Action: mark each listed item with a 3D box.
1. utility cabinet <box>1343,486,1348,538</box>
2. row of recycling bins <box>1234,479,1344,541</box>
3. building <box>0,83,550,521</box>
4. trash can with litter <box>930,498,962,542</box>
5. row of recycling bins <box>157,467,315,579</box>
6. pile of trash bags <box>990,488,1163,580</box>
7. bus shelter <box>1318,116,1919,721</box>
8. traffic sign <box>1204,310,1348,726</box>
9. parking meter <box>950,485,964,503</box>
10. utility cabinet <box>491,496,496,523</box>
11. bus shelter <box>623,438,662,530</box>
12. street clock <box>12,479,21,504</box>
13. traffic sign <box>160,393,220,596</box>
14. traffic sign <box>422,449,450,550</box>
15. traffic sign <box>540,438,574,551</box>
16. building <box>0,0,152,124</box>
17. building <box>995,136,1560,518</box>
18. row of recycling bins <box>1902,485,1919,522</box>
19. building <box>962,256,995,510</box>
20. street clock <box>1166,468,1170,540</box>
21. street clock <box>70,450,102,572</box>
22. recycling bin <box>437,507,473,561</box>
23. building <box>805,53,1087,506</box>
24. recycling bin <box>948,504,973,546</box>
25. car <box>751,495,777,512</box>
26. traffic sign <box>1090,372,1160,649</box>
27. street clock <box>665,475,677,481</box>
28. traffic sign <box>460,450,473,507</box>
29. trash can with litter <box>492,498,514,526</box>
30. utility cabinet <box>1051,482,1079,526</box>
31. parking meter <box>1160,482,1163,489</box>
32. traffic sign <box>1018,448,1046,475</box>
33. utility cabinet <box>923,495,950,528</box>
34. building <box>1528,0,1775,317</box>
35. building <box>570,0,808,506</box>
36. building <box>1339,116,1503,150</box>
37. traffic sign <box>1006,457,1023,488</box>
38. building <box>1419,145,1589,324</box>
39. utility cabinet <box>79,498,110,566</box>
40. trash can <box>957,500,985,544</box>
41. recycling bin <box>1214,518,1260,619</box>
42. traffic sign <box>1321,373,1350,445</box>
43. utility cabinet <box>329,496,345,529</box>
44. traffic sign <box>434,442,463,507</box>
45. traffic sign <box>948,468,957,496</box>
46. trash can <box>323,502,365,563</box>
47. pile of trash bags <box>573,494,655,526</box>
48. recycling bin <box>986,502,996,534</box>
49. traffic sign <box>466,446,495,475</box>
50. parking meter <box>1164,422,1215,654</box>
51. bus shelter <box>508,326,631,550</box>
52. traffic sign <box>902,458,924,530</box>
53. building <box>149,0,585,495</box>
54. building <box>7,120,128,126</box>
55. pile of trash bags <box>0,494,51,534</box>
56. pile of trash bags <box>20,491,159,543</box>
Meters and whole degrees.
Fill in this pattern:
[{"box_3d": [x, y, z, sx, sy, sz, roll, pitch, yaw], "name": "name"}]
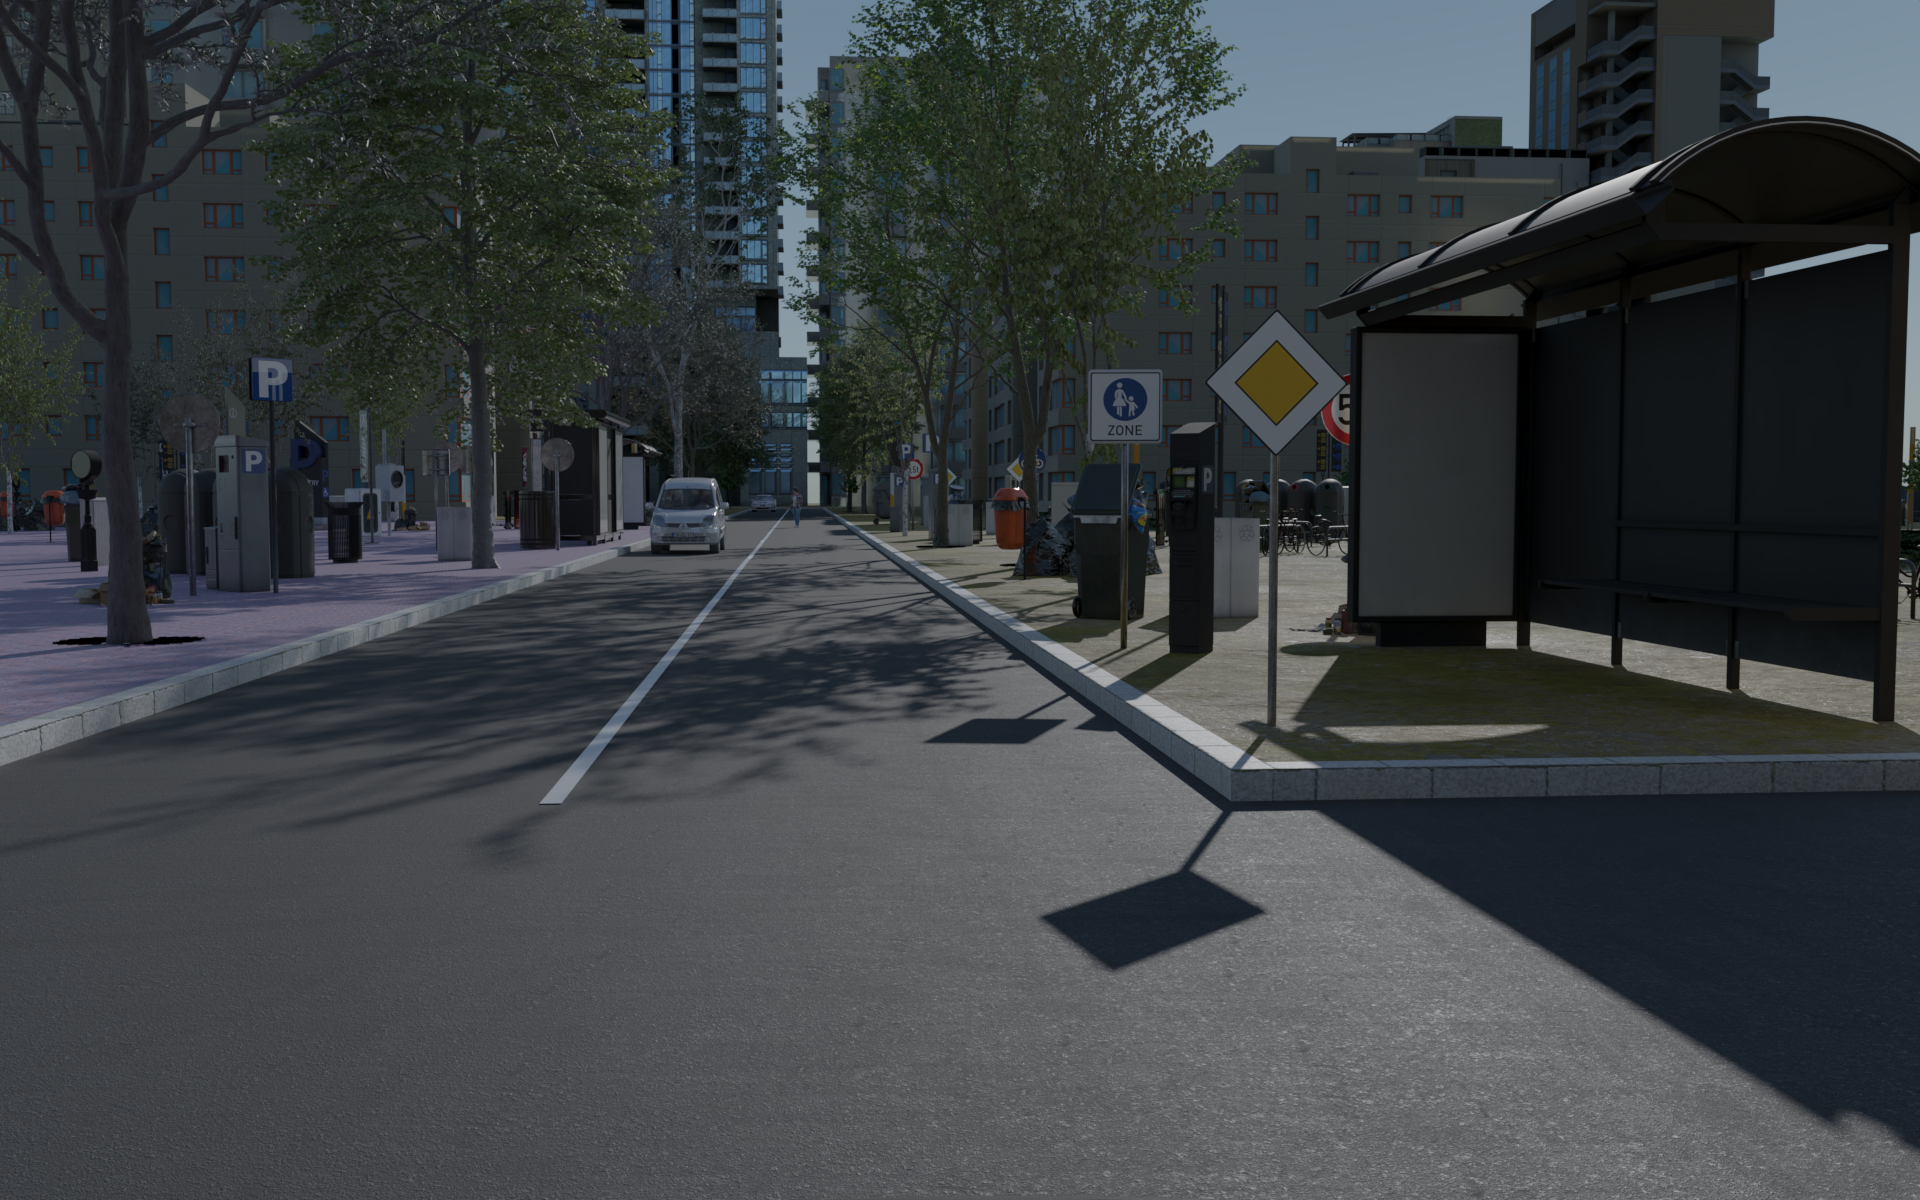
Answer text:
[{"box_3d": [11.489, -2.515, 49.793, 1.173, 1.500, 0.318, 0, 4, 5], "name": "utility cabinet"}, {"box_3d": [9.272, -2.553, 48.850, 3.534, 1.692, 1.069, 3, 5, 44], "name": "row of recycling bins"}, {"box_3d": [-38.918, -15.351, 96.033, 27.650, 21.520, 28.899, 0, 4, -5], "name": "building"}, {"box_3d": [-0.285, -2.119, 46.040, 0.624, 1.170, 1.055, 3, 4, 36], "name": "trash can with litter"}, {"box_3d": [-11.477, -1.238, 27.350, 3.534, 1.692, 1.069, 2, 4, 35], "name": "row of recycling bins"}, {"box_3d": [1.631, -1.060, 27.082, 1.912, 1.369, 3.447, 3, 4, 37], "name": "pile of trash bags"}, {"box_3d": [4.284, -1.109, 12.056, 2.014, 3.302, 5.546, 0, 4, -5], "name": "bus shelter"}, {"box_3d": [1.725, -0.360, 9.537, 0.795, 2.450, 0.064, 0, 4, -5], "name": "traffic sign"}, {"box_3d": [-0.086, -2.417, 47.921, 0.372, 1.533, 0.369, 0, 3, 0], "name": "parking meter"}, {"box_3d": [-21.092, -4.073, 77.749, 0.306, 1.237, 1.020, 0, 4, -3], "name": "utility cabinet"}, {"box_3d": [-12.403, -4.349, 65.036, 2.014, 3.302, 5.546, 0, 4, -5], "name": "bus shelter"}, {"box_3d": [-39.705, -4.180, 72.905, 0.358, 2.002, 0.471, -1, 4, -16], "name": "street clock"}, {"box_3d": [-9.691, -1.327, 21.808, 0.768, 2.556, 0.104, 0, 4, 1], "name": "traffic sign"}, {"box_3d": [-11.952, -2.288, 39.534, 0.606, 2.300, 0.079, 0, 4, -3], "name": "traffic sign"}, {"box_3d": [-9.144, -2.398, 39.318, 0.768, 2.556, 0.104, 0, 4, -1], "name": "traffic sign"}, {"box_3d": [-84.730, -36.462, 185.393, 27.495, 52.752, 28.713, 0, 4, -5], "name": "building"}, {"box_3d": [17.747, -16.101, 108.289, 27.650, 21.520, 28.899, 0, 4, -5], "name": "building"}, {"box_3d": [43.997, -4.432, 79.574, 1.069, 1.692, 3.534, 0, 4, -4], "name": "row of recycling bins"}, {"box_3d": [15.298, -17.859, 137.031, 27.650, 21.520, 28.899, 0, 4, -5], "name": "building"}, {"box_3d": [5.882, -2.647, 47.853, 0.358, 2.002, 0.471, -1, 4, -16], "name": "street clock"}, {"box_3d": [-14.440, -1.474, 28.667, 0.471, 2.002, 0.358, 2, 4, 23], "name": "street clock"}, {"box_3d": [-9.657, -1.287, 33.590, 0.722, 1.027, 0.722, 1, 4, 9], "name": "recycling bin"}, {"box_3d": [-1.633, -34.926, 190.640, 30.456, 49.044, 23.786, 0, 4, -5], "name": "building"}, {"box_3d": [-0.096, -1.856, 42.897, 0.722, 1.027, 0.722, -1, 4, -10], "name": "recycling bin"}, {"box_3d": [-15.854, -7.813, 140.101, 2.083, 1.381, 4.827, 0, 4, -3], "name": "car"}, {"box_3d": [1.360, -0.746, 14.323, 0.606, 2.300, 0.079, 0, 4, 4], "name": "traffic sign"}, {"box_3d": [-10.860, -3.706, 65.170, 0.471, 2.002, 0.358, 3, 4, 38], "name": "street clock"}, {"box_3d": [-12.874, -2.787, 45.673, 0.768, 2.556, 0.104, 0, 4, -1], "name": "traffic sign"}, {"box_3d": [-18.416, -3.590, 69.761, 1.678, 1.210, 2.233, 2, 4, 35], "name": "trash can with litter"}, {"box_3d": [2.213, -1.444, 32.287, 0.318, 1.500, 1.173, -3, 4, -39], "name": "utility cabinet"}, {"box_3d": [9.456, -4.574, 80.496, 0.255, 1.863, 0.399, 2, 4, 31], "name": "parking meter"}, {"box_3d": [1.942, -2.855, 46.787, 0.768, 2.556, 0.104, 0, 4, -5], "name": "traffic sign"}, {"box_3d": [-0.882, -3.260, 64.459, 1.020, 1.237, 0.306, 3, 4, 36], "name": "utility cabinet"}, {"box_3d": [57.807, -30.391, 146.995, 14.200, 45.320, 14.600, 0, 4, -5], "name": "building"}, {"box_3d": [-32.182, -53.424, 186.146, 31.000, 86.520, 22.319, 0, 4, -5], "name": "building"}, {"box_3d": [49.797, -30.995, 190.370, 14.086, 41.232, 14.154, 0, 4, -5], "name": "building"}, {"box_3d": [1.809, -3.163, 52.907, 0.795, 2.450, 0.064, 0, 4, 1], "name": "traffic sign"}, {"box_3d": [43.574, -22.977, 147.382, 14.107, 30.474, 14.160, 0, 4, -5], "name": "building"}, {"box_3d": [-15.392, -1.228, 31.234, 0.306, 1.237, 1.020, 1, 4, 10], "name": "utility cabinet"}, {"box_3d": [0.279, -2.013, 44.568, 0.748, 1.137, 0.748, 0, 3, 0], "name": "trash can"}, {"box_3d": [2.671, -0.346, 18.208, 0.722, 1.027, 0.722, -1, 4, -19], "name": "recycling bin"}, {"box_3d": [4.166, -1.110, 18.249, 0.768, 2.556, 0.104, 0, 4, 0], "name": "traffic sign"}, {"box_3d": [-23.143, -3.267, 64.571, 1.020, 1.237, 0.306, 2, 4, 26], "name": "utility cabinet"}, {"box_3d": [-12.445, -2.565, 42.038, 0.768, 2.556, 0.104, 0, 4, -3], "name": "traffic sign"}, {"box_3d": [-0.531, -4.636, 76.988, 0.795, 2.450, 0.064, 0, 4, -4], "name": "traffic sign"}, {"box_3d": [-11.496, -1.267, 32.369, 0.748, 1.137, 0.748, 0, 3, 0], "name": "trash can"}, {"box_3d": [-13.950, -3.655, 69.517, 3.447, 1.369, 1.912, -3, 4, -36], "name": "pile of trash bags"}, {"box_3d": [1.261, -2.634, 55.614, 0.722, 1.027, 0.722, 1, 4, 15], "name": "recycling bin"}, {"box_3d": [-10.187, -2.120, 36.798, 0.606, 2.300, 0.079, 0, 4, 1], "name": "traffic sign"}, {"box_3d": [1.876, -0.508, 14.015, 0.255, 1.863, 0.399, 2, 4, 32], "name": "parking meter"}, {"box_3d": [-9.926, -4.070, 44.169, 2.179, 5.291, 8.768, 0, 4, -5], "name": "bus shelter"}, {"box_3d": [-1.668, -3.744, 61.318, 0.768, 2.556, 0.104, 0, 4, 1], "name": "traffic sign"}, {"box_3d": [-45.165, -31.446, 133.753, 30.456, 49.044, 23.786, 0, 4, -5], "name": "building"}, {"box_3d": [-68.312, -22.385, 137.699, 14.107, 30.474, 14.160, 0, 4, -5], "name": "building"}, {"box_3d": [-32.837, -3.097, 60.392, 1.912, 1.369, 3.447, -1, 4, -16], "name": "pile of trash bags"}, {"box_3d": [-22.590, -2.212, 45.922, 3.447, 1.369, 1.912, 0, 4, -1], "name": "pile of trash bags"}]
